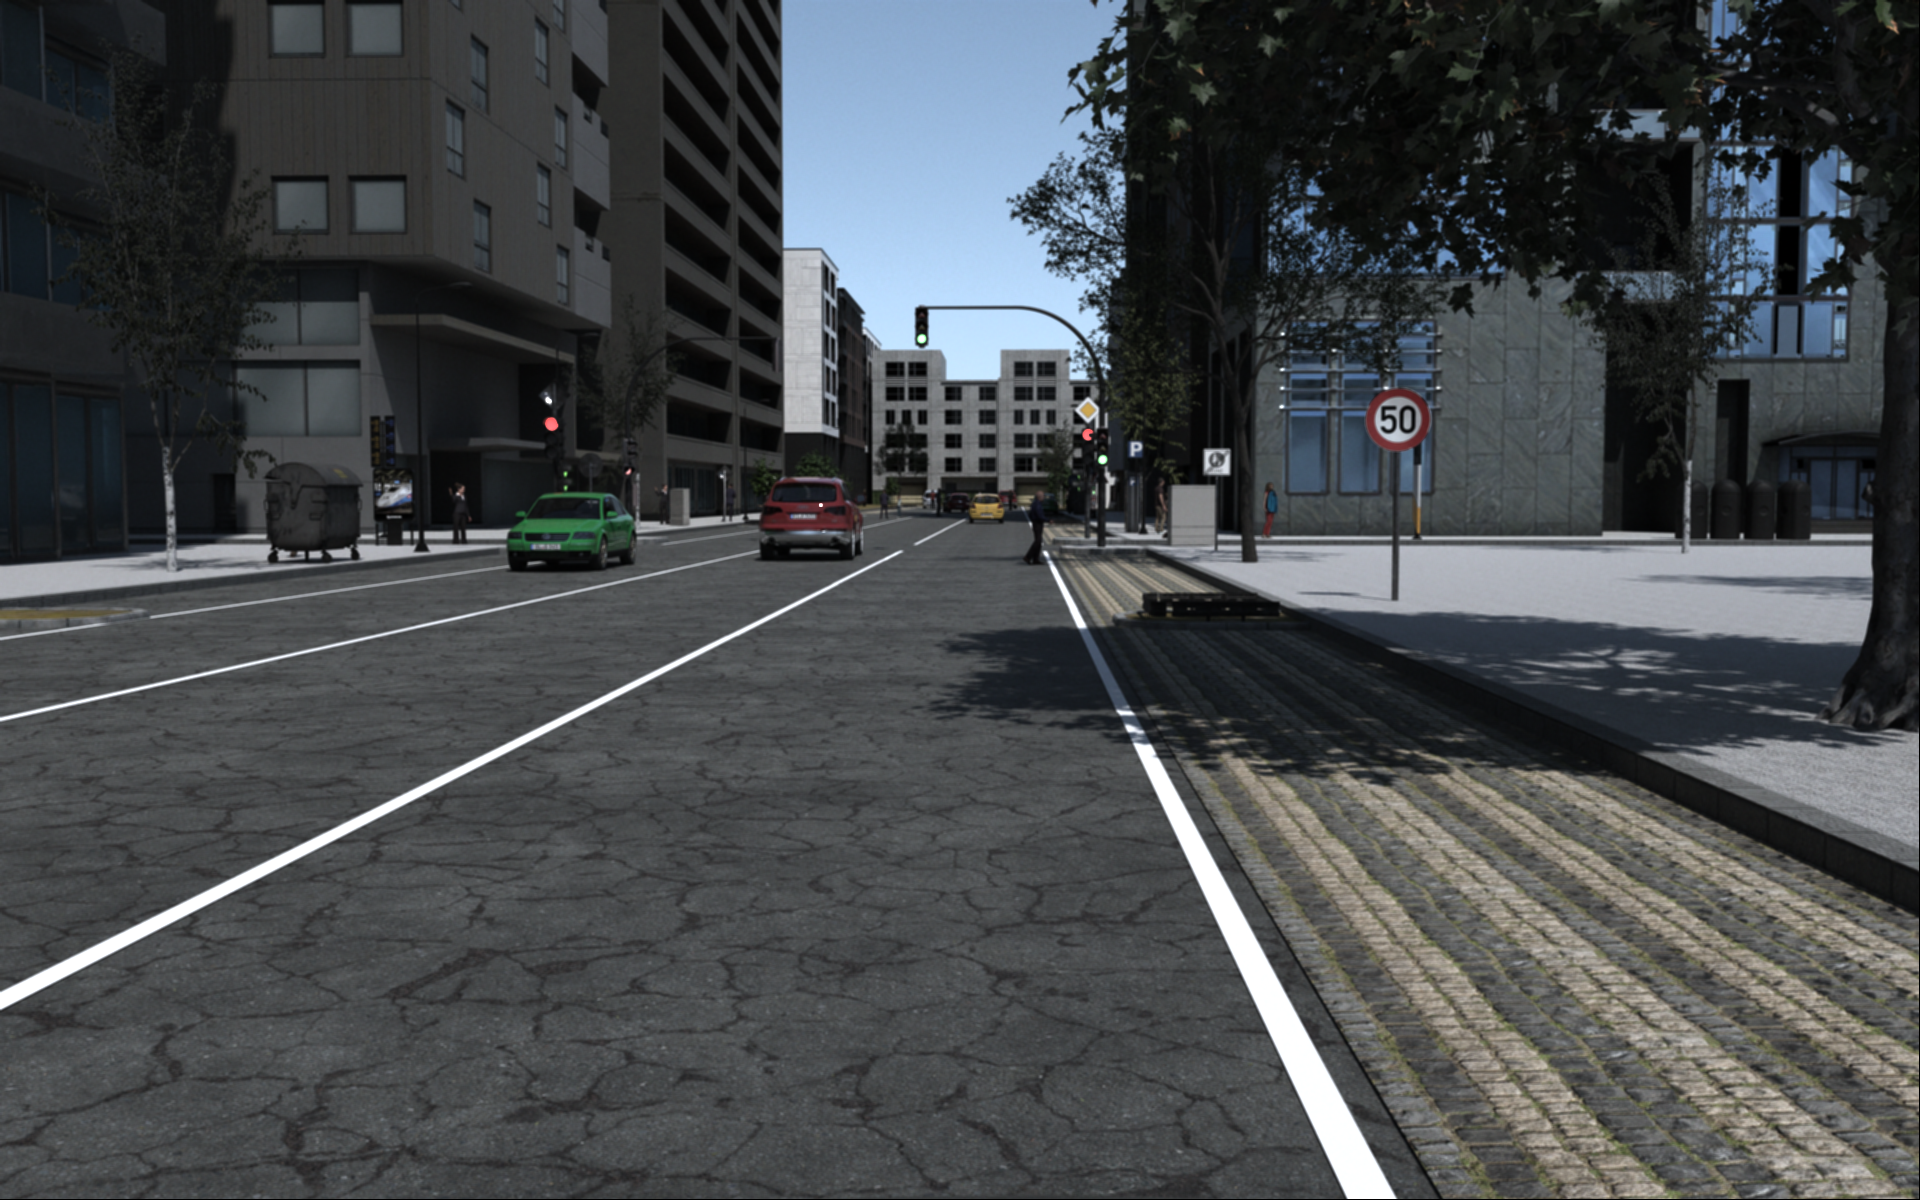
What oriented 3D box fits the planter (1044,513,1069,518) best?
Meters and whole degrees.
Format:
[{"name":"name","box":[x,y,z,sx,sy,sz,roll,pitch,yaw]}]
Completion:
[{"name":"planter","box":[5.363,-4.920,101.574,1.991,0.319,1.994,0,4,2]}]

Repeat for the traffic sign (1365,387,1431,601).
[{"name":"traffic sign","box":[5.238,-1.264,20.778,0.768,2.556,0.104,1,4,10]}]

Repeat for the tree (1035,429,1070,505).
[{"name":"tree","box":[10.521,-14.538,188.063,4.737,8.622,4.395,0,3,0]}]

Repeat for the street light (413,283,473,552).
[{"name":"street light","box":[-11.399,-4.017,38.217,1.470,5.913,1.316,0,4,2]}]

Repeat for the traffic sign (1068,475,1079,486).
[{"name":"traffic sign","box":[7.522,-6.983,114.286,0.768,2.556,0.104,1,4,11]}]

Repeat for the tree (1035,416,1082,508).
[{"name":"tree","box":[9.114,-12.813,159.852,4.360,8.622,3.978,0,3,0]}]

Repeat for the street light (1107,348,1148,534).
[{"name":"street light","box":[5.303,-5.045,55.033,1.470,5.913,1.316,0,4,2]}]

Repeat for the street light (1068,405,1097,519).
[{"name":"street light","box":[6.438,-7.182,89.961,1.470,5.913,1.316,0,4,2]}]

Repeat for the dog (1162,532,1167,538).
[{"name":"dog","box":[6.135,-1.989,50.259,0.550,0.427,0.748,1,4,12]}]

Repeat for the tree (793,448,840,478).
[{"name":"tree","box":[-10.281,-8.587,124.107,4.285,4.588,4.351,0,3,0]}]

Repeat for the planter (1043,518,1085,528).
[{"name":"planter","box":[4.492,-3.272,74.645,1.991,0.319,1.994,0,4,2]}]

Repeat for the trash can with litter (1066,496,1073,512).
[{"name":"trash can with litter","box":[8.083,-6.874,123.776,1.055,1.170,0.624,2,4,31]}]

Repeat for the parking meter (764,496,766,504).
[{"name":"parking meter","box":[-10.835,-5.591,97.130,0.255,1.863,0.399,0,3,0]}]

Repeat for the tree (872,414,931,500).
[{"name":"tree","box":[-6.753,-16.264,200.322,7.601,10.594,8.767,0,4,5]}]

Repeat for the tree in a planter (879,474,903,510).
[{"name":"tree in a planter","box":[-6.049,-9.471,152.080,1.991,3.239,1.994,0,4,2]}]

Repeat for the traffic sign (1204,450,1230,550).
[{"name":"traffic sign","box":[5.831,-2.278,39.367,0.606,2.300,0.079,1,4,11]}]

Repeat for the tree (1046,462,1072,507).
[{"name":"tree","box":[10.071,-11.389,169.918,4.285,4.588,4.351,0,3,0]}]

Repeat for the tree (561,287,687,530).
[{"name":"tree","box":[-11.630,-6.779,61.193,4.360,8.622,3.978,0,3,0]}]

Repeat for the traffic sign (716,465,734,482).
[{"name":"traffic sign","box":[-10.549,-4.761,77.581,0.795,2.593,0.064,0,4,3]}]

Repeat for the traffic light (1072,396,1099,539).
[{"name":"traffic light","box":[3.660,-3.729,49.886,0.839,4.253,0.868,0,4,2]}]

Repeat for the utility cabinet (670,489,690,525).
[{"name":"utility cabinet","box":[-11.377,-3.765,70.239,0.318,1.500,1.173,-3,4,-36]}]

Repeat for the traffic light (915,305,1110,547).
[{"name":"traffic light","box":[1.310,-4.108,41.831,4.771,5.953,1.251,0,4,2]}]

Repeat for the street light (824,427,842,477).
[{"name":"street light","box":[-8.887,-9.064,120.742,1.470,5.913,1.316,0,4,2]}]

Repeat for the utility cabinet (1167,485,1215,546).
[{"name":"utility cabinet","box":[5.703,-2.077,42.639,1.173,1.500,0.318,-1,4,-14]}]

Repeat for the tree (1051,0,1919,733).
[{"name":"tree","box":[5.238,-5.646,9.314,9.611,12.733,9.660,0,3,0]}]

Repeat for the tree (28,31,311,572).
[{"name":"tree","box":[-12.845,-4.754,28.088,4.360,8.622,3.978,0,3,0]}]

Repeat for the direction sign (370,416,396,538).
[{"name":"direction sign","box":[-16.720,-3.562,50.241,0.876,3.537,0.379,1,4,23]}]

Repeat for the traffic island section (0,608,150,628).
[{"name":"traffic island section","box":[-10.331,0.207,19.487,1.991,0.108,1.994,0,4,2]}]

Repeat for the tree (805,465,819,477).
[{"name":"tree","box":[-9.643,-7.269,113.444,1.663,3.219,1.824,0,3,0]}]

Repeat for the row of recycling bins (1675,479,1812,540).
[{"name":"row of recycling bins","box":[22.117,-2.556,48.898,3.534,1.692,1.069,1,4,11]}]

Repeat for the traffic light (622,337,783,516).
[{"name":"traffic light","box":[-7.521,-4.624,50.264,4.771,5.953,1.251,0,4,2]}]

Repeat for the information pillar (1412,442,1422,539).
[{"name":"information pillar","box":[12.967,-3.533,49.116,0.183,3.616,0.504,0,4,-2]}]

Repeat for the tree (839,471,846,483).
[{"name":"tree","box":[-9.701,-8.264,129.724,1.663,3.219,1.824,0,3,0]}]

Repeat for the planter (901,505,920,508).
[{"name":"planter","box":[-5.193,-9.661,179.099,1.991,0.319,1.994,0,4,2]}]

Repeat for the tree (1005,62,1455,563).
[{"name":"tree","box":[5.366,-6.002,32.549,8.767,10.594,7.601,-1,4,-16]}]

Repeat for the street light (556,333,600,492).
[{"name":"street light","box":[-11.114,-4.752,50.243,1.470,5.913,1.316,0,4,2]}]

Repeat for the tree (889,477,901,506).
[{"name":"tree","box":[-7.283,-11.931,189.664,1.663,3.219,1.824,0,3,0]}]

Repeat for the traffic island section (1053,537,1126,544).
[{"name":"traffic island section","box":[3.700,-1.695,49.999,2.009,0.180,2.903,0,4,2]}]

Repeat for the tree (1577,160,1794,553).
[{"name":"tree","box":[15.548,-5.327,37.451,4.360,8.622,3.978,0,3,0]}]

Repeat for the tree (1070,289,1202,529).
[{"name":"tree","box":[6.466,-6.760,60.894,4.737,8.622,4.395,0,3,0]}]

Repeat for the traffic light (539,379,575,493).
[{"name":"traffic light","box":[-9.872,-3.266,42.315,0.839,4.253,0.868,0,4,2]}]

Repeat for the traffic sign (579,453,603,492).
[{"name":"traffic sign","box":[-11.456,-3.281,53.748,0.768,2.556,0.104,0,4,5]}]

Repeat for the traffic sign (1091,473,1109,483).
[{"name":"traffic sign","box":[6.787,-5.154,84.268,0.884,2.594,0.081,1,4,10]}]

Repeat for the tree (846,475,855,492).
[{"name":"tree","box":[-9.790,-9.180,144.695,1.663,3.219,1.824,0,3,0]}]

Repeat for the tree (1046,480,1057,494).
[{"name":"tree","box":[10.519,-12.618,200.904,1.663,3.219,1.824,0,3,0]}]

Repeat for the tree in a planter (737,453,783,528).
[{"name":"tree in a planter","box":[-8.530,-4.755,74.964,1.991,3.239,1.994,0,4,2]}]

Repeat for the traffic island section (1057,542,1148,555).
[{"name":"traffic island section","box":[3.443,-1.207,42.018,2.009,0.180,2.903,0,4,2]}]

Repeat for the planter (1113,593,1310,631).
[{"name":"planter","box":[2.695,0.127,19.071,1.991,0.319,1.994,0,4,2]}]

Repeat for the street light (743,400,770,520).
[{"name":"street light","box":[-10.023,-6.889,85.172,1.470,5.913,1.316,0,4,2]}]

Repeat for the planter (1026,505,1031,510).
[{"name":"planter","box":[7.856,-9.672,179.271,1.991,0.319,1.994,0,4,2]}]
